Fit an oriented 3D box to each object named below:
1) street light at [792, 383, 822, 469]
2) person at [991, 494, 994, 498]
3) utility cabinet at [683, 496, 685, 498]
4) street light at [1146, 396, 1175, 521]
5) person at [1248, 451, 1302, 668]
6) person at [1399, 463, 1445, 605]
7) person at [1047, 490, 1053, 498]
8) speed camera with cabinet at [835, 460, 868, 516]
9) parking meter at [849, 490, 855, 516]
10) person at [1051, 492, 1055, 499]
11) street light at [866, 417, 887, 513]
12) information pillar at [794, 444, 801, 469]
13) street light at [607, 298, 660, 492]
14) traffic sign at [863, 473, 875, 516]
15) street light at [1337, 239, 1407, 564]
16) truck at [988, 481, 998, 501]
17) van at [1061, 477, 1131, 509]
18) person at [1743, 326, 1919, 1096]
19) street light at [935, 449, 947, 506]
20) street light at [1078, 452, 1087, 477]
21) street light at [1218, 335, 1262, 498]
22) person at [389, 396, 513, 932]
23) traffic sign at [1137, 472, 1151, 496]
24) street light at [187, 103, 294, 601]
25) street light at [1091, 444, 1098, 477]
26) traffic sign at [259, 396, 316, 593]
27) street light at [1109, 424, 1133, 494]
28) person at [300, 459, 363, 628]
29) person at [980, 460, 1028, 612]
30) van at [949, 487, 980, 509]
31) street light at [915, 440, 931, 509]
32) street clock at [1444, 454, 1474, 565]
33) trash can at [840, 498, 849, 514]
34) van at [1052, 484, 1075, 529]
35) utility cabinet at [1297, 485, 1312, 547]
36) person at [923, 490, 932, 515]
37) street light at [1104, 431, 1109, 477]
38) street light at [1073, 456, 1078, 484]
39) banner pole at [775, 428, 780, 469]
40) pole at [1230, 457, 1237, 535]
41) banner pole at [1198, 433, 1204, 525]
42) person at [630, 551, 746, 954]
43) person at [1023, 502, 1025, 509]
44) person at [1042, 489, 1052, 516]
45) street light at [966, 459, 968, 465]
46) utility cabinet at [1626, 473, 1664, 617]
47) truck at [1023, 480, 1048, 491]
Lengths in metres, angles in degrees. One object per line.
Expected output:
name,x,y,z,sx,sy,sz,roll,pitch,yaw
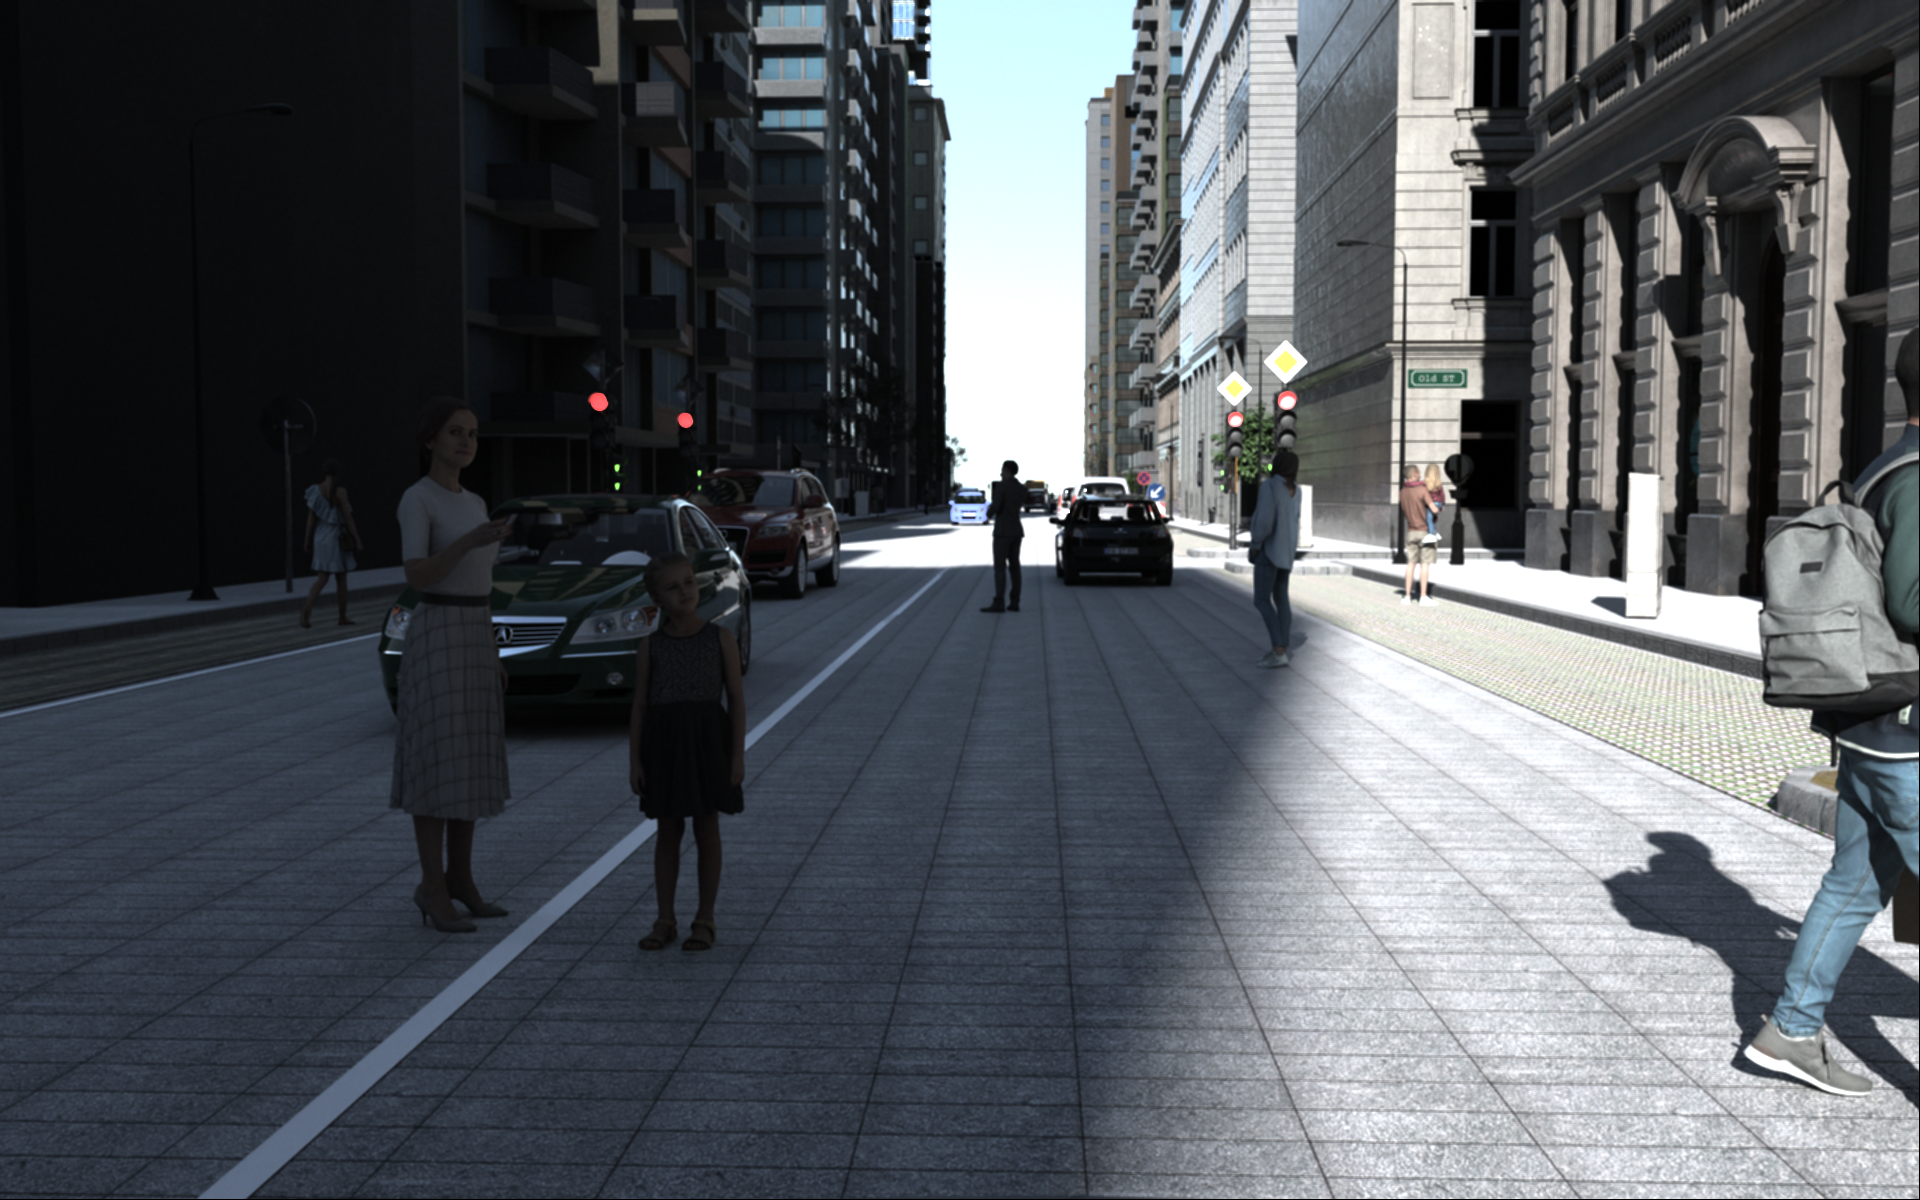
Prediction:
street light,-6.458,-6.126,72.698,1.470,5.913,1.316,0,4,2
person,4.633,-13.497,229.892,1.217,1.735,0.721,3,5,41
utility cabinet,-7.660,-2.300,48.768,0.306,1.237,1.020,1,4,16
street light,9.538,-6.727,82.534,1.470,5.913,1.316,0,4,2
person,2.655,-0.351,14.497,0.793,1.790,0.793,1,4,9
person,5.967,-0.848,22.340,0.580,1.828,0.573,0,4,6
person,7.967,-9.238,159.177,1.348,1.869,0.705,1,4,11
speed camera with cabinet,-6.365,-6.573,101.811,2.038,3.252,0.660,-3,5,-41
parking meter,-6.213,-5.576,99.579,0.372,1.533,0.369,0,3,0
person,13.941,-15.518,262.245,1.348,1.821,0.705,-1,4,-15
street light,-5.093,-8.060,104.324,1.470,5.913,1.316,0,4,2
information pillar,-7.368,-5.296,77.942,0.504,3.616,0.183,2,4,32
street light,-7.779,-4.194,41.107,1.470,5.913,1.316,0,4,2
traffic sign,-5.404,-6.290,102.946,0.768,2.556,0.104,1,4,10
street light,7.563,-3.618,31.690,1.470,5.913,1.316,0,4,2
truck,5.945,-15.794,254.149,3.469,3.379,9.791,0,4,3
van,3.560,-2.245,43.716,2.013,2.044,4.112,0,4,4
person,2.208,0.276,3.975,0.713,1.824,0.794,2,4,34
street light,-2.004,-12.712,180.382,1.470,5.913,1.316,0,4,2
street light,14.111,-13.377,191.257,1.470,5.913,1.316,0,4,2
street light,8.232,-4.780,50.701,1.470,5.913,1.316,0,4,2
person,-1.614,0.205,5.725,0.524,1.755,0.480,1,4,16
traffic sign,10.388,-5.976,97.808,0.768,2.556,0.104,0,4,7
street light,-8.627,-2.951,20.784,1.470,5.913,1.316,0,4,2
street light,12.818,-11.454,159.820,1.470,5.913,1.316,0,4,2
traffic sign,-8.743,-1.370,22.507,0.768,2.556,0.104,0,4,6
street light,10.795,-8.657,114.084,1.470,5.913,1.316,0,4,2
person,-6.737,-0.611,18.586,0.616,1.811,0.778,1,4,18
person,0.513,-0.787,21.172,0.447,1.846,0.655,3,5,42
van,0.405,-5.839,102.473,2.013,2.044,4.112,0,4,4
street light,-3.197,-10.789,148.940,1.470,5.913,1.316,0,4,2
street clock,9.029,-1.640,31.386,0.471,2.002,0.358,3,4,36
trash can,-7.569,-6.215,113.262,0.748,1.137,0.748,0,3,0
van,4.885,-4.020,72.743,2.013,2.044,4.112,0,4,3
utility cabinet,8.070,-2.014,41.604,0.318,1.500,1.173,-1,4,-15
person,-2.277,-6.825,120.808,0.721,1.735,1.217,-2,4,-27
street light,11.336,-9.500,127.866,1.470,5.913,1.316,0,4,2
street light,14.848,-14.580,210.923,1.470,5.913,1.316,0,4,2
banner pole,-6.937,-4.648,66.016,0.401,3.779,0.863,1,4,8
pole,8.556,-3.686,54.113,0.158,3.312,0.155,0,3,0
banner pole,9.918,-4.973,71.330,0.401,3.779,0.863,-1,4,-9
person,-0.857,0.472,5.454,0.362,1.253,0.373,0,4,4
person,6.302,-9.639,166.227,1.348,1.807,0.705,-1,4,-11
person,5.657,-6.381,113.175,0.623,1.781,0.721,0,4,-5
street light,0.279,-15.820,231.203,1.470,5.913,1.316,0,4,2
utility cabinet,7.242,-0.586,18.267,0.318,1.500,1.173,2,4,24
truck,10.215,-14.647,235.401,3.469,3.379,9.791,0,4,3
